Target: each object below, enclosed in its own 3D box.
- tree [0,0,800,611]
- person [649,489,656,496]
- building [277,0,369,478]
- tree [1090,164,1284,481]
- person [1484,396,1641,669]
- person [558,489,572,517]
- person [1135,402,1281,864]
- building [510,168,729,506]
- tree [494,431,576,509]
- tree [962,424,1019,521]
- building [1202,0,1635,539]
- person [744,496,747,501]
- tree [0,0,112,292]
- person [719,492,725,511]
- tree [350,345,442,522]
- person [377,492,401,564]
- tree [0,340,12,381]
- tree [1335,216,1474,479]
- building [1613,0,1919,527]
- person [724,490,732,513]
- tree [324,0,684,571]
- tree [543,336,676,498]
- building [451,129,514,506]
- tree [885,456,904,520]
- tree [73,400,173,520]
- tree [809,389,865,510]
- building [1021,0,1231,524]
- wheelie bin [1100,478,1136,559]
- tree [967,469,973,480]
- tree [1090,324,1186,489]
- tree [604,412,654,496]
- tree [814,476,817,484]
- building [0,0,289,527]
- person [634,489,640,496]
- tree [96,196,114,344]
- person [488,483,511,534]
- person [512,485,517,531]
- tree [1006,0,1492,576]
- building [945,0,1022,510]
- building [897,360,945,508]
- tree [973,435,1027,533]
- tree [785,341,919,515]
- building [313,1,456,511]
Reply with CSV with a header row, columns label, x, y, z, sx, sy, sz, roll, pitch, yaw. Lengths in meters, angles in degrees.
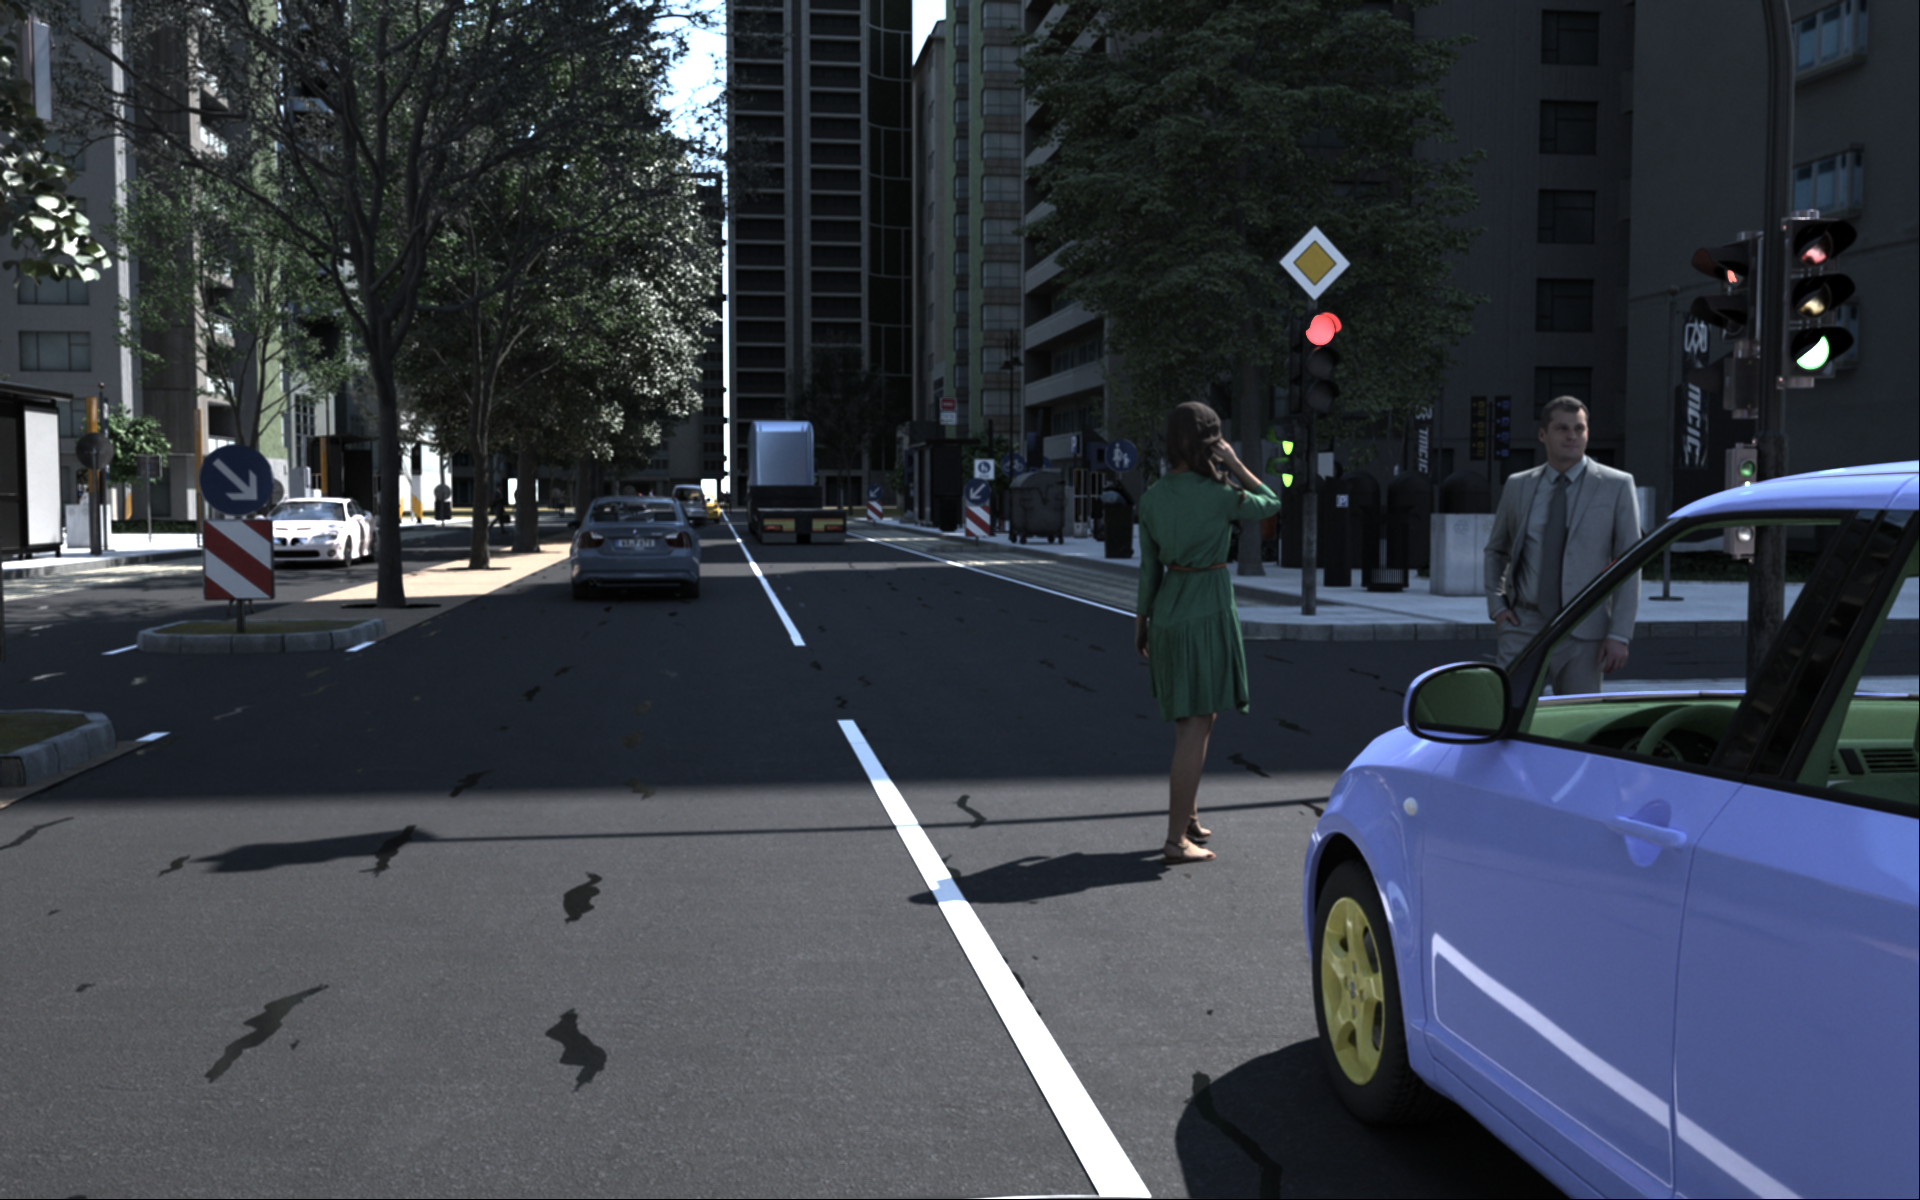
label,x,y,z,sx,sy,sz,roll,pitch,yaw
tree,-7.078,-6.626,21.159,12.009,13.543,11.850,0,3,0
person,-27.474,-8.955,154.777,0.599,1.838,0.709,-1,4,-10
building,-47.705,-48.194,100.642,22.319,86.520,31.000,-1,4,-8
tree,4.537,-5.297,36.975,4.360,8.622,3.978,0,3,0
person,2.351,0.107,6.846,0.635,1.810,0.391,2,4,27
person,-24.545,-6.029,107.608,0.750,1.759,0.617,-3,5,-42
person,0.912,0.114,6.879,0.600,1.795,0.529,2,4,35
building,-38.551,-30.882,196.798,23.993,40.220,32.217,-1,4,-8
tree,-35.437,-13.212,150.434,7.601,10.594,8.767,2,4,24
tree,1.230,-5.983,81.542,4.285,4.588,4.351,0,3,0
building,15.033,-17.380,55.865,14.160,30.474,14.107,-1,4,-8
person,-15.397,-7.253,127.802,1.217,1.743,0.721,-3,4,-37
tree,-5.169,-5.833,4.488,9.857,13.997,8.962,0,3,0
person,-20.176,-8.366,146.760,0.593,1.643,0.415,-1,4,-14
tree,-25.232,-7.864,78.931,4.360,8.622,3.978,0,3,0
person,-11.660,-1.637,35.439,0.511,1.800,0.466,2,4,24
tree,-35.505,-6.793,61.435,4.360,8.622,3.978,0,3,0
tree,11.298,-5.785,44.954,4.737,8.622,4.395,0,3,0
building,27.625,-25.408,39.123,21.600,48.544,21.300,-1,4,-8
person,-17.076,-7.277,127.928,0.568,1.767,0.683,3,5,44
tree,-8.907,-6.355,32.115,9.928,11.665,9.643,0,3,0
tree,-15.034,-9.238,71.624,7.486,12.596,7.792,0,3,0
building,-60.218,-34.455,187.037,21.600,48.544,21.300,-1,4,-8
tree,-3.055,-5.669,87.290,1.663,3.219,1.824,0,3,0
tree,-29.372,-4.710,60.722,4.285,4.588,4.351,0,3,0
tree,-8.095,-10.085,115.255,4.360,8.622,3.978,0,3,0
building,15.357,-28.170,84.281,21.300,48.544,21.600,-1,4,-8
wheelie bin,3.164,-1.635,34.646,0.693,1.594,0.980,1,4,9
tree,1.160,-4.972,75.900,1.663,3.219,1.824,0,3,0
tree,7.525,-7.359,70.686,4.737,8.622,4.395,0,3,0
tree,-15.524,-7.672,78.251,4.360,8.622,3.978,0,3,0
tree,-15.013,-10.965,162.992,4.285,4.588,4.351,0,3,0
building,-37.171,-23.729,71.561,14.154,41.232,14.086,-1,4,-8
person,-21.980,-6.633,117.043,1.348,1.812,0.705,0,4,-6
tree,-21.709,-7.755,52.543,9.928,11.665,9.643,0,3,0
person,-16.708,-3.313,62.632,0.822,1.834,0.622,0,4,-6
person,-17.131,-3.595,67.257,0.573,1.828,0.580,-3,4,-36
tree,4.185,-6.666,27.109,7.486,12.596,7.792,0,3,0
building,5.707,-26.932,123.938,14.154,41.232,14.086,-1,4,-8
building,7.305,-50.974,146.100,22.319,86.520,31.000,-1,4,-8
tree,1.434,-3.832,57.257,1.663,3.219,1.824,0,3,0
tree,-6.587,-10.434,105.012,8.767,10.594,7.601,0,4,2
building,-55.562,-33.635,139.166,27.495,52.752,28.713,-1,4,-8
